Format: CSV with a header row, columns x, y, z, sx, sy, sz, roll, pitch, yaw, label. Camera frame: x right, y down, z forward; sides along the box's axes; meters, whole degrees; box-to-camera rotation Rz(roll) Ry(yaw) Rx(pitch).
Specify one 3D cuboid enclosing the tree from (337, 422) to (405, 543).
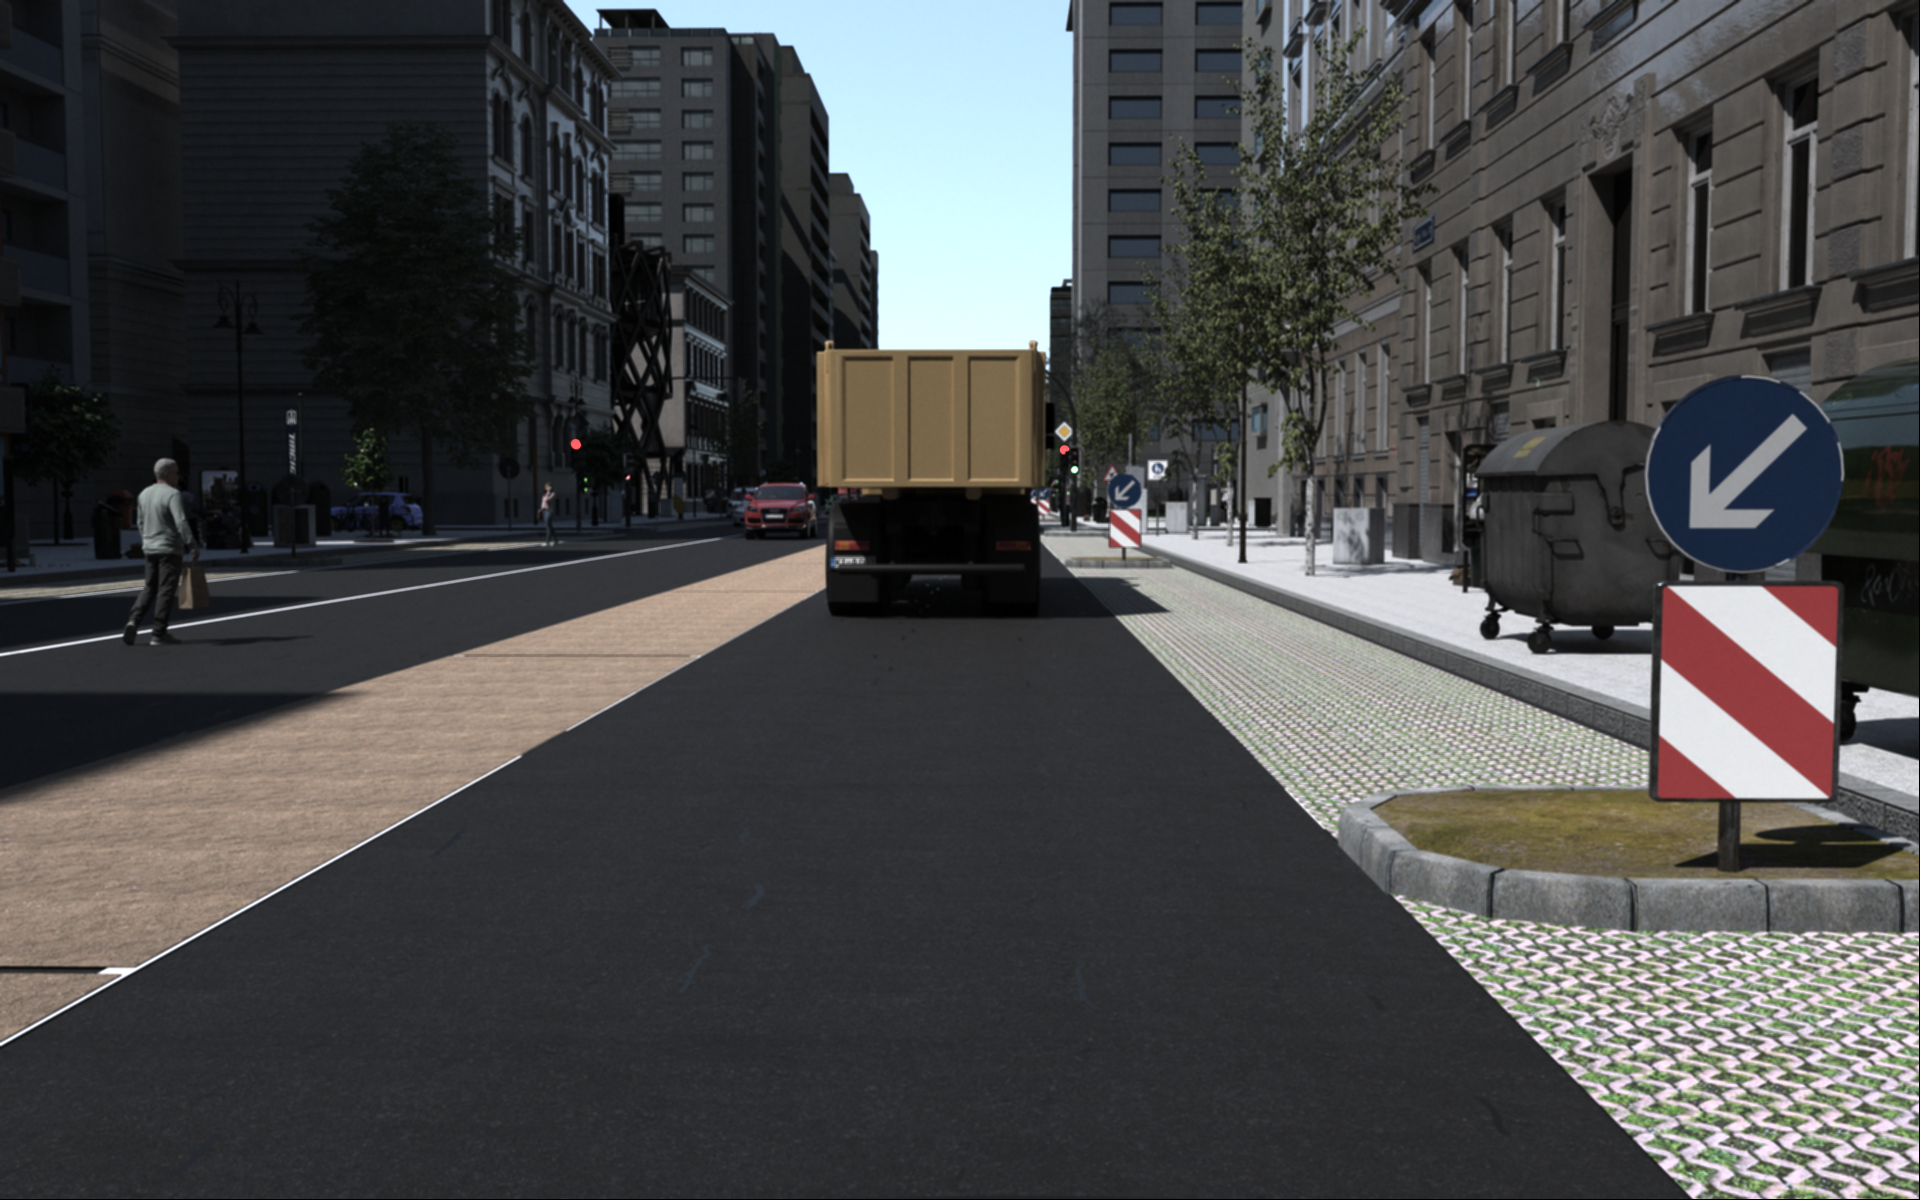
x,y,z,sx,sy,sz,roll,pitch,yaw,label
-15.466,-3.139,45.923,1.663,3.219,1.824,0,3,0,tree

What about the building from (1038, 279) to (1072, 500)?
x,y,z,sx,sy,sz,roll,pitch,yaw,label
29.081,-36.522,289.007,32.217,40.220,23.993,0,4,1,building

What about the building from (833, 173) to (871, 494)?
x,y,z,sx,sy,sz,roll,pitch,yaw,label
-24.998,-39.164,264.026,21.300,48.544,21.600,0,4,1,building

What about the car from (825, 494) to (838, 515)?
x,y,z,sx,sy,sz,roll,pitch,yaw,label
-8.354,-6.706,121.447,2.131,1.459,4.920,0,4,2,car

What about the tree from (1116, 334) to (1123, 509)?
x,y,z,sx,sy,sz,roll,pitch,yaw,label
6.396,-5.625,42.326,4.737,8.622,4.395,0,3,0,tree

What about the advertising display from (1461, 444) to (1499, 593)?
x,y,z,sx,sy,sz,roll,pitch,yaw,label
7.006,-1.054,22.452,0.974,1.923,0.123,0,4,7,advertising display

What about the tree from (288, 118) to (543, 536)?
x,y,z,sx,sy,sz,roll,pitch,yaw,label
-16.855,-8.258,53.154,7.486,12.596,7.792,0,3,0,tree

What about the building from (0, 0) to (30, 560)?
x,y,z,sx,sy,sz,roll,pitch,yaw,label
-32.694,-10.689,19.798,27.650,21.520,28.899,0,4,1,building

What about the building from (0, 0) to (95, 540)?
x,y,z,sx,sy,sz,roll,pitch,yaw,label
-39.895,-30.810,45.741,28.212,58.520,21.231,0,4,1,building

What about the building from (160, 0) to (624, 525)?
x,y,z,sx,sy,sz,roll,pitch,yaw,label
-25.047,-17.983,81.413,14.401,28.519,23.554,0,4,1,building

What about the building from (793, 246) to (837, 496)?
x,y,z,sx,sy,sz,roll,pitch,yaw,label
-30.459,-33.620,241.565,32.217,40.220,23.993,0,4,1,building

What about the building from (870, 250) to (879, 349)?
x,y,z,sx,sy,sz,roll,pitch,yaw,label
-20.693,-36.624,282.388,14.154,41.232,14.086,0,4,1,building

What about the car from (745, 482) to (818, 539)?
x,y,z,sx,sy,sz,roll,pitch,yaw,label
-5.783,-2.915,56.328,2.281,1.827,5.304,0,4,-1,car

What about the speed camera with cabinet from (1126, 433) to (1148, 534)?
x,y,z,sx,sy,sz,roll,pitch,yaw,label
5.723,-3.765,55.899,0.660,3.252,2.038,0,4,3,speed camera with cabinet

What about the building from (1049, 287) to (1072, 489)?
x,y,z,sx,sy,sz,roll,pitch,yaw,label
19.408,-28.703,241.002,14.160,30.474,14.107,0,4,1,building

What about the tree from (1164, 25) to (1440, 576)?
x,y,z,sx,sy,sz,roll,pitch,yaw,label
5.257,-4.686,26.977,4.737,8.622,4.395,0,3,0,tree

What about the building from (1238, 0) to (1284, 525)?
x,y,z,sx,sy,sz,roll,pitch,yaw,label
23.775,-27.743,77.305,21.600,48.544,21.300,0,4,1,building

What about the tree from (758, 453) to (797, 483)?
x,y,z,sx,sy,sz,roll,pitch,yaw,label
-14.639,-9.523,139.412,4.285,4.588,4.351,0,3,0,tree

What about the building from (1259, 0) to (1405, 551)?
x,y,z,sx,sy,sz,roll,pitch,yaw,label
16.134,-15.836,44.821,13.634,28.700,20.117,0,4,1,building

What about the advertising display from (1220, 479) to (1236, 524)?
x,y,z,sx,sy,sz,roll,pitch,yaw,label
11.629,-4.274,75.093,0.123,1.923,0.974,-2,4,-27,advertising display

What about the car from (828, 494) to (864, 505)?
x,y,z,sx,sy,sz,roll,pitch,yaw,label
-4.966,-4.149,79.631,2.131,1.459,4.920,0,4,1,car

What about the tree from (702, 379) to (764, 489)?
x,y,z,sx,sy,sz,roll,pitch,yaw,label
-14.479,-9.816,110.848,4.737,8.622,4.395,0,3,0,tree

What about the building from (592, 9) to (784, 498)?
x,y,z,sx,sy,sz,roll,pitch,yaw,label
-23.118,-28.482,149.276,14.154,41.232,14.086,0,4,1,building

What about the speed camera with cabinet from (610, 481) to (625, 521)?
x,y,z,sx,sy,sz,roll,pitch,yaw,label
-16.269,-5.392,82.497,0.660,3.252,2.038,0,4,-4,speed camera with cabinet

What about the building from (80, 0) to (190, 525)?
x,y,z,sx,sy,sz,roll,pitch,yaw,label
-44.173,-17.771,76.464,20.117,28.700,13.634,0,4,1,building

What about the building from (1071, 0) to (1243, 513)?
x,y,z,sx,sy,sz,roll,pitch,yaw,label
18.738,-35.768,126.813,21.231,58.520,28.212,0,4,1,building

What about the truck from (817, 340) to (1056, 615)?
x,y,z,sx,sy,sz,roll,pitch,yaw,label
-0.257,-1.722,24.078,3.469,3.379,9.791,0,4,1,truck

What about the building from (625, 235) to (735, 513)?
x,y,z,sx,sy,sz,roll,pitch,yaw,label
-23.038,-15.997,126.172,10.561,19.102,19.286,0,4,1,building

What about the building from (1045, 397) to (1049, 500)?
x,y,z,sx,sy,sz,roll,pitch,yaw,label
26.968,-25.539,262.594,27.650,21.520,28.899,0,4,1,building

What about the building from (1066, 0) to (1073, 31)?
x,y,z,sx,sy,sz,roll,pitch,yaw,label
25.157,-35.450,168.841,28.713,52.752,27.495,0,4,1,building

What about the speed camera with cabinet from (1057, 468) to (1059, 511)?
x,y,z,sx,sy,sz,roll,pitch,yaw,label
7.319,-8.549,134.110,0.660,3.252,2.038,0,4,-7,speed camera with cabinet

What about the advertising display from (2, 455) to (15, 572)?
x,y,z,sx,sy,sz,roll,pitch,yaw,label
-15.788,-1.440,28.765,0.123,1.923,0.974,-2,4,-30,advertising display

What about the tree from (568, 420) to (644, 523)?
x,y,z,sx,sy,sz,roll,pitch,yaw,label
-15.732,-5.694,76.815,4.285,4.588,4.351,0,3,0,tree

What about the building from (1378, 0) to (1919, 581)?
x,y,z,sx,sy,sz,roll,pitch,yaw,label
14.210,-13.762,22.275,12.463,27.353,25.104,0,4,1,building

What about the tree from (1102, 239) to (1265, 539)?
x,y,z,sx,sy,sz,roll,pitch,yaw,label
6.456,-6.033,49.004,4.360,8.622,3.978,0,3,0,tree

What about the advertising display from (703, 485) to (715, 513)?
x,y,z,sx,sy,sz,roll,pitch,yaw,label
-17.462,-7.061,120.659,0.123,1.923,0.974,3,5,40,advertising display

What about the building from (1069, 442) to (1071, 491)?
x,y,z,sx,sy,sz,roll,pitch,yaw,label
24.467,-54.126,197.629,22.319,86.520,31.000,0,4,1,building

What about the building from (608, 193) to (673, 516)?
x,y,z,sx,sy,sz,roll,pitch,yaw,label
-25.742,-14.353,102.128,16.820,18.784,16.811,0,4,1,building

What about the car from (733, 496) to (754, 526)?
x,y,z,sx,sy,sz,roll,pitch,yaw,label
-9.026,-4.023,78.134,2.083,1.381,4.827,0,4,3,car

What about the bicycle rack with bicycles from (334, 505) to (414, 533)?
x,y,z,sx,sy,sz,roll,pitch,yaw,label
-19.963,-2.753,58.389,2.852,0.926,2.925,2,4,24,bicycle rack with bicycles

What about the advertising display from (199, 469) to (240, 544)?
x,y,z,sx,sy,sz,roll,pitch,yaw,label
-19.141,-2.422,44.811,0.974,1.923,0.123,-3,4,-39,advertising display

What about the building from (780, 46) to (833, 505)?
x,y,z,sx,sy,sz,roll,pitch,yaw,label
-26.083,-34.765,192.107,21.300,48.544,21.600,0,4,1,building

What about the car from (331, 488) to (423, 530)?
x,y,z,sx,sy,sz,roll,pitch,yaw,label
-21.595,-3.288,63.356,3.694,1.707,1.945,0,4,1,car

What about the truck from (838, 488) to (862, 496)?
x,y,z,sx,sy,sz,roll,pitch,yaw,label
-4.978,-6.305,91.993,2.839,4.237,11.283,0,3,0,truck

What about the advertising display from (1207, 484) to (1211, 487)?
x,y,z,sx,sy,sz,roll,pitch,yaw,label
15.576,-6.340,108.871,0.123,1.923,0.974,2,4,28,advertising display
